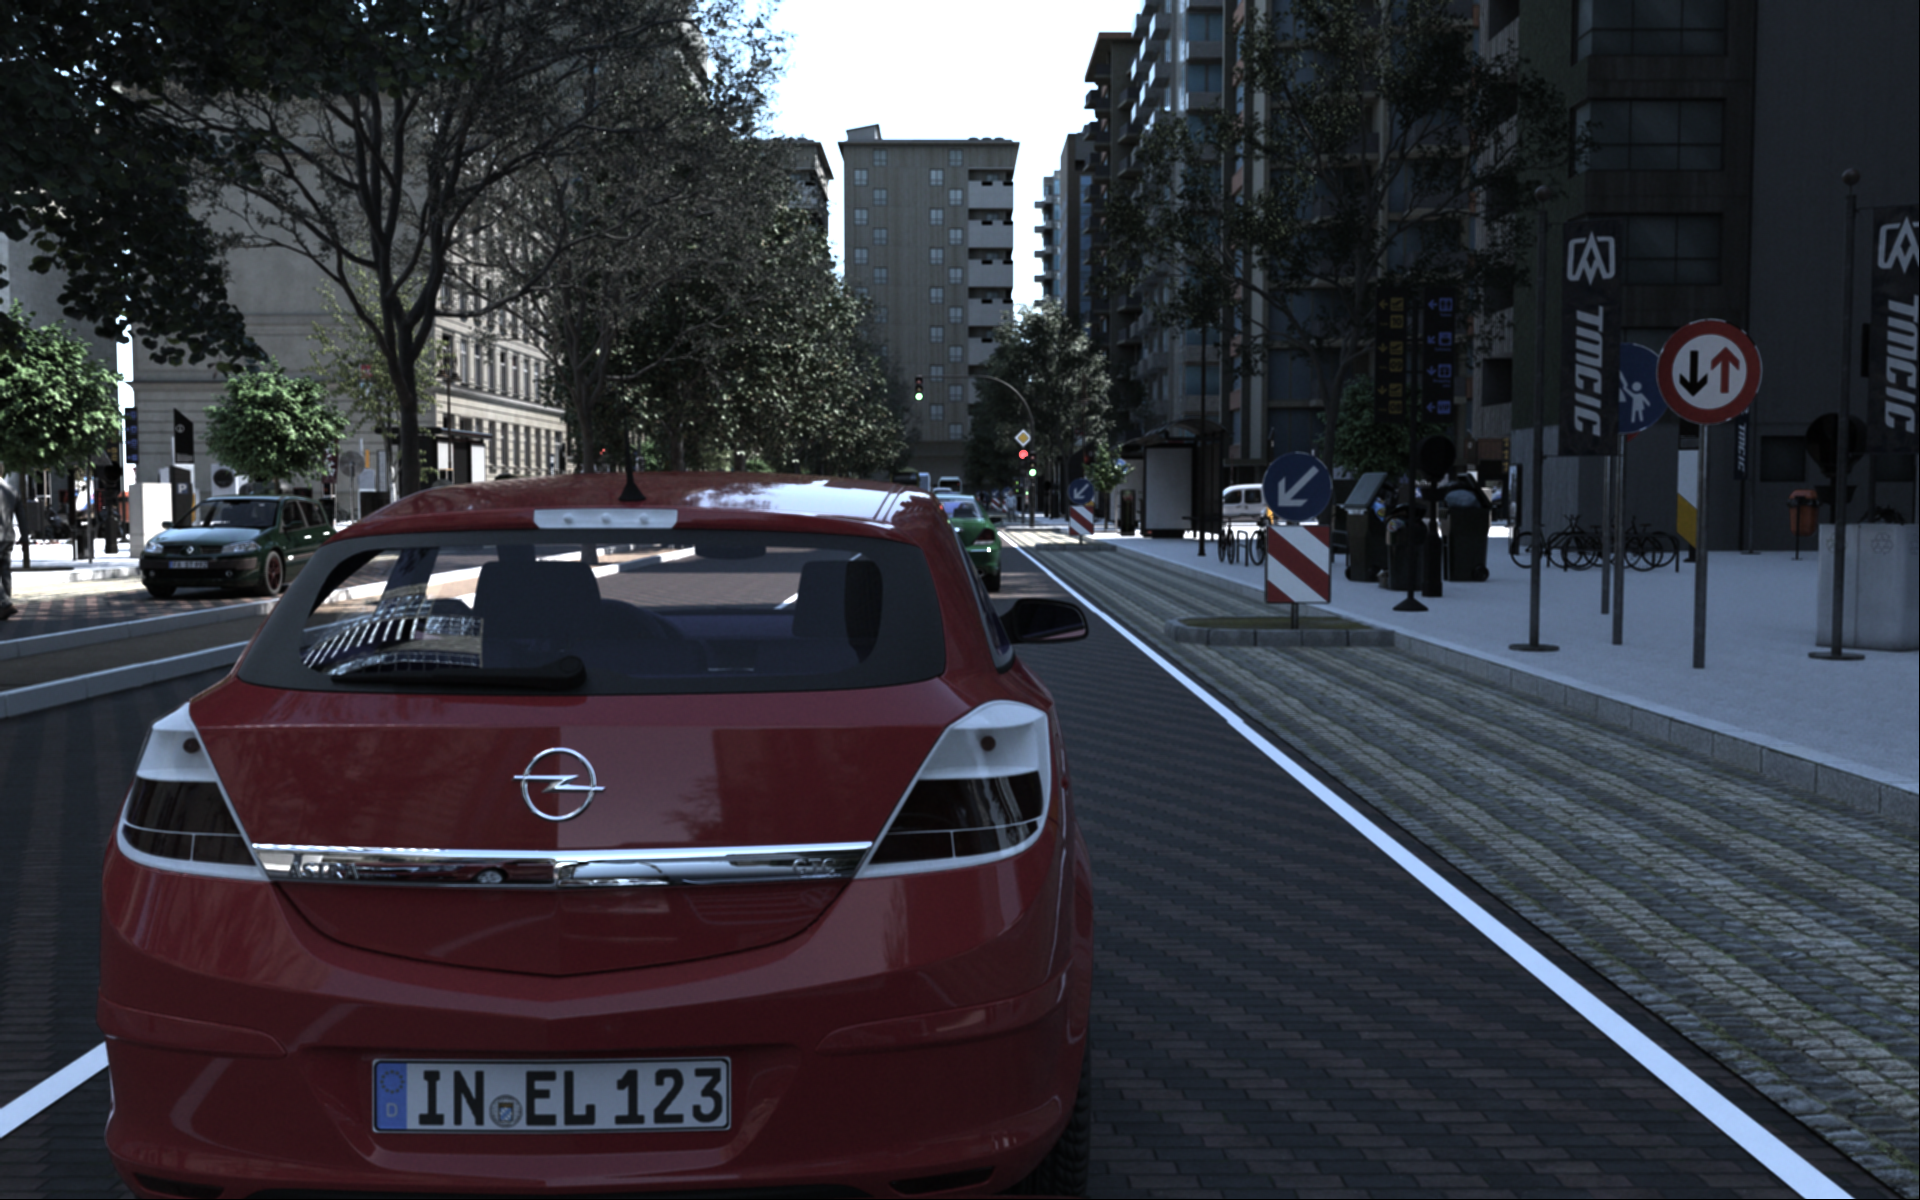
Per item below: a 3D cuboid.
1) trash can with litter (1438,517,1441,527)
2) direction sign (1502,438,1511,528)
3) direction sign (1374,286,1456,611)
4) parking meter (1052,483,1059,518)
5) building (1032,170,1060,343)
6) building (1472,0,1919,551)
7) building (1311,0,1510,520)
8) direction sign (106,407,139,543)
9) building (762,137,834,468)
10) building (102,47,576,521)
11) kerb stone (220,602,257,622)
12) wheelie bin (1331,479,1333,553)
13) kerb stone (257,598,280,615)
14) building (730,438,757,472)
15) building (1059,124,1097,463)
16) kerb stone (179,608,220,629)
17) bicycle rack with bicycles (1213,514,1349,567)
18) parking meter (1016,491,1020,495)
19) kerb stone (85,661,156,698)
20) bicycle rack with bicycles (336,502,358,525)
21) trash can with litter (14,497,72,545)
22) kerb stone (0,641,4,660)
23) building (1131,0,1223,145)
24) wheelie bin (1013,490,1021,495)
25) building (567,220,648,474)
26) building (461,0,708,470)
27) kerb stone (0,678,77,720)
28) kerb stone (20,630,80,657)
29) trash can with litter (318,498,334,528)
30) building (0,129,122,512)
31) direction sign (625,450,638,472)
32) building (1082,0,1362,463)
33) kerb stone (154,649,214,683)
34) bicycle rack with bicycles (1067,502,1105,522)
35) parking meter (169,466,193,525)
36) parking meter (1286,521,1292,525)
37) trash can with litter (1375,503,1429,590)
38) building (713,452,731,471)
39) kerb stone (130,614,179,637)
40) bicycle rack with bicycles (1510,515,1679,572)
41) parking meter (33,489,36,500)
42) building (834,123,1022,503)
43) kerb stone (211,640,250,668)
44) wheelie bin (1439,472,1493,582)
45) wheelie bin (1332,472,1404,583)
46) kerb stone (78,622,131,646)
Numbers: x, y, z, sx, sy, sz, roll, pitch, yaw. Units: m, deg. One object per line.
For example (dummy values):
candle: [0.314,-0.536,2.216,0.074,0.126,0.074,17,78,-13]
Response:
trash can with litter: [17.032,-3.236,63.963,2.233,1.210,1.678,-2,4,-25]
direction sign: [20.876,-4.508,65.710,0.379,3.537,0.876,-2,4,-27]
direction sign: [4.971,-1.652,19.001,0.876,3.537,0.379,0,4,-2]
parking meter: [5.061,-5.253,91.599,0.255,1.863,0.399,-2,4,-25]
building: [25.733,-38.696,252.285,30.456,49.044,23.786,0,4,0]
building: [20.884,-16.715,44.992,14.160,30.474,14.107,0,4,0]
building: [27.243,-26.861,93.796,28.867,44.769,22.147,0,4,0]
direction sign: [-21.818,-3.250,45.140,0.876,3.537,0.379,0,4,4]
building: [-30.797,-40.699,254.666,27.495,52.752,28.713,0,4,0]
building: [-32.456,-16.120,96.849,16.112,22.955,30.059,0,4,0]
kerb stone: [-8.299,0.151,19.736,0.120,0.150,1.000,0,4,0]
wheelie bin: [8.263,-1.802,37.366,0.980,1.594,0.693,0,4,-6]
kerb stone: [-8.303,0.090,20.760,0.120,0.150,1.000,0,4,0]
building: [-39.148,-21.996,204.672,28.899,21.520,27.650,0,4,0]
building: [19.405,-34.265,210.347,14.600,45.320,14.200,0,4,0]
kerb stone: [-8.298,0.213,18.714,0.120,0.150,1.000,0,4,0]
bicycle rack with bicycles: [5.879,-1.099,31.347,2.852,0.926,2.925,0,4,5]
parking meter: [4.553,-7.821,136.283,0.372,1.533,0.369,0,3,0]
kerb stone: [-6.165,0.586,12.616,0.120,0.150,1.000,0,4,0]
bicycle rack with bicycles: [-27.541,-3.796,75.441,2.925,0.926,2.852,-2,4,-24]
trash can with litter: [-23.096,-1.999,43.740,2.233,1.210,1.678,1,4,8]
kerb stone: [-8.282,0.464,14.613,0.120,0.150,1.000,0,4,0]
building: [25.131,-31.460,133.978,23.786,49.044,30.456,0,4,0]
wheelie bin: [4.734,-8.523,147.265,0.980,1.594,0.693,1,4,15]
building: [-31.378,-19.034,130.295,14.460,24.649,34.723,0,4,0]
building: [-35.191,-32.792,159.851,21.300,48.544,21.600,0,4,0]
kerb stone: [-6.155,0.649,11.586,0.120,0.150,1.000,0,4,0]
kerb stone: [-8.278,0.401,15.635,0.120,0.150,1.000,0,4,0]
trash can with litter: [-20.190,-2.663,54.926,0.624,1.170,1.055,-2,4,-26]
building: [-52.923,-14.161,86.286,16.860,20.320,10.420,0,4,0]
direction sign: [-16.846,-5.920,88.796,0.876,3.537,0.379,2,4,31]
building: [23.135,-31.174,164.318,22.147,44.769,28.867,0,4,0]
kerb stone: [-6.171,0.529,13.641,0.120,0.150,1.000,0,4,0]
bicycle rack with bicycles: [6.431,-4.078,80.054,2.925,0.926,2.852,-2,4,-34]
parking meter: [-16.157,-1.850,35.954,0.399,1.863,0.255,-3,5,-41]
parking meter: [10.255,-2.752,53.412,0.372,1.533,0.369,0,3,0]
trash can with litter: [5.863,-0.727,23.272,0.624,1.170,1.055,0,4,-8]
building: [-31.477,-30.233,177.904,14.154,41.232,14.086,0,4,0]
kerb stone: [-8.289,0.276,17.682,0.120,0.150,1.000,0,4,0]
bicycle rack with bicycles: [10.930,-0.991,29.591,2.925,0.926,2.852,1,4,11]
parking meter: [-42.773,-4.374,79.920,0.372,1.533,0.369,0,3,0]
building: [-3.301,-40.693,254.561,27.495,52.752,28.713,0,4,0]
kerb stone: [-6.187,0.465,14.669,0.120,0.150,1.000,0,4,0]
wheelie bin: [7.434,-1.078,25.534,0.693,1.594,0.980,0,4,1]
wheelie bin: [6.072,-1.071,25.426,0.693,1.594,0.980,-1,4,-19]
kerb stone: [-8.294,0.339,16.660,0.120,0.150,1.000,0,4,0]
